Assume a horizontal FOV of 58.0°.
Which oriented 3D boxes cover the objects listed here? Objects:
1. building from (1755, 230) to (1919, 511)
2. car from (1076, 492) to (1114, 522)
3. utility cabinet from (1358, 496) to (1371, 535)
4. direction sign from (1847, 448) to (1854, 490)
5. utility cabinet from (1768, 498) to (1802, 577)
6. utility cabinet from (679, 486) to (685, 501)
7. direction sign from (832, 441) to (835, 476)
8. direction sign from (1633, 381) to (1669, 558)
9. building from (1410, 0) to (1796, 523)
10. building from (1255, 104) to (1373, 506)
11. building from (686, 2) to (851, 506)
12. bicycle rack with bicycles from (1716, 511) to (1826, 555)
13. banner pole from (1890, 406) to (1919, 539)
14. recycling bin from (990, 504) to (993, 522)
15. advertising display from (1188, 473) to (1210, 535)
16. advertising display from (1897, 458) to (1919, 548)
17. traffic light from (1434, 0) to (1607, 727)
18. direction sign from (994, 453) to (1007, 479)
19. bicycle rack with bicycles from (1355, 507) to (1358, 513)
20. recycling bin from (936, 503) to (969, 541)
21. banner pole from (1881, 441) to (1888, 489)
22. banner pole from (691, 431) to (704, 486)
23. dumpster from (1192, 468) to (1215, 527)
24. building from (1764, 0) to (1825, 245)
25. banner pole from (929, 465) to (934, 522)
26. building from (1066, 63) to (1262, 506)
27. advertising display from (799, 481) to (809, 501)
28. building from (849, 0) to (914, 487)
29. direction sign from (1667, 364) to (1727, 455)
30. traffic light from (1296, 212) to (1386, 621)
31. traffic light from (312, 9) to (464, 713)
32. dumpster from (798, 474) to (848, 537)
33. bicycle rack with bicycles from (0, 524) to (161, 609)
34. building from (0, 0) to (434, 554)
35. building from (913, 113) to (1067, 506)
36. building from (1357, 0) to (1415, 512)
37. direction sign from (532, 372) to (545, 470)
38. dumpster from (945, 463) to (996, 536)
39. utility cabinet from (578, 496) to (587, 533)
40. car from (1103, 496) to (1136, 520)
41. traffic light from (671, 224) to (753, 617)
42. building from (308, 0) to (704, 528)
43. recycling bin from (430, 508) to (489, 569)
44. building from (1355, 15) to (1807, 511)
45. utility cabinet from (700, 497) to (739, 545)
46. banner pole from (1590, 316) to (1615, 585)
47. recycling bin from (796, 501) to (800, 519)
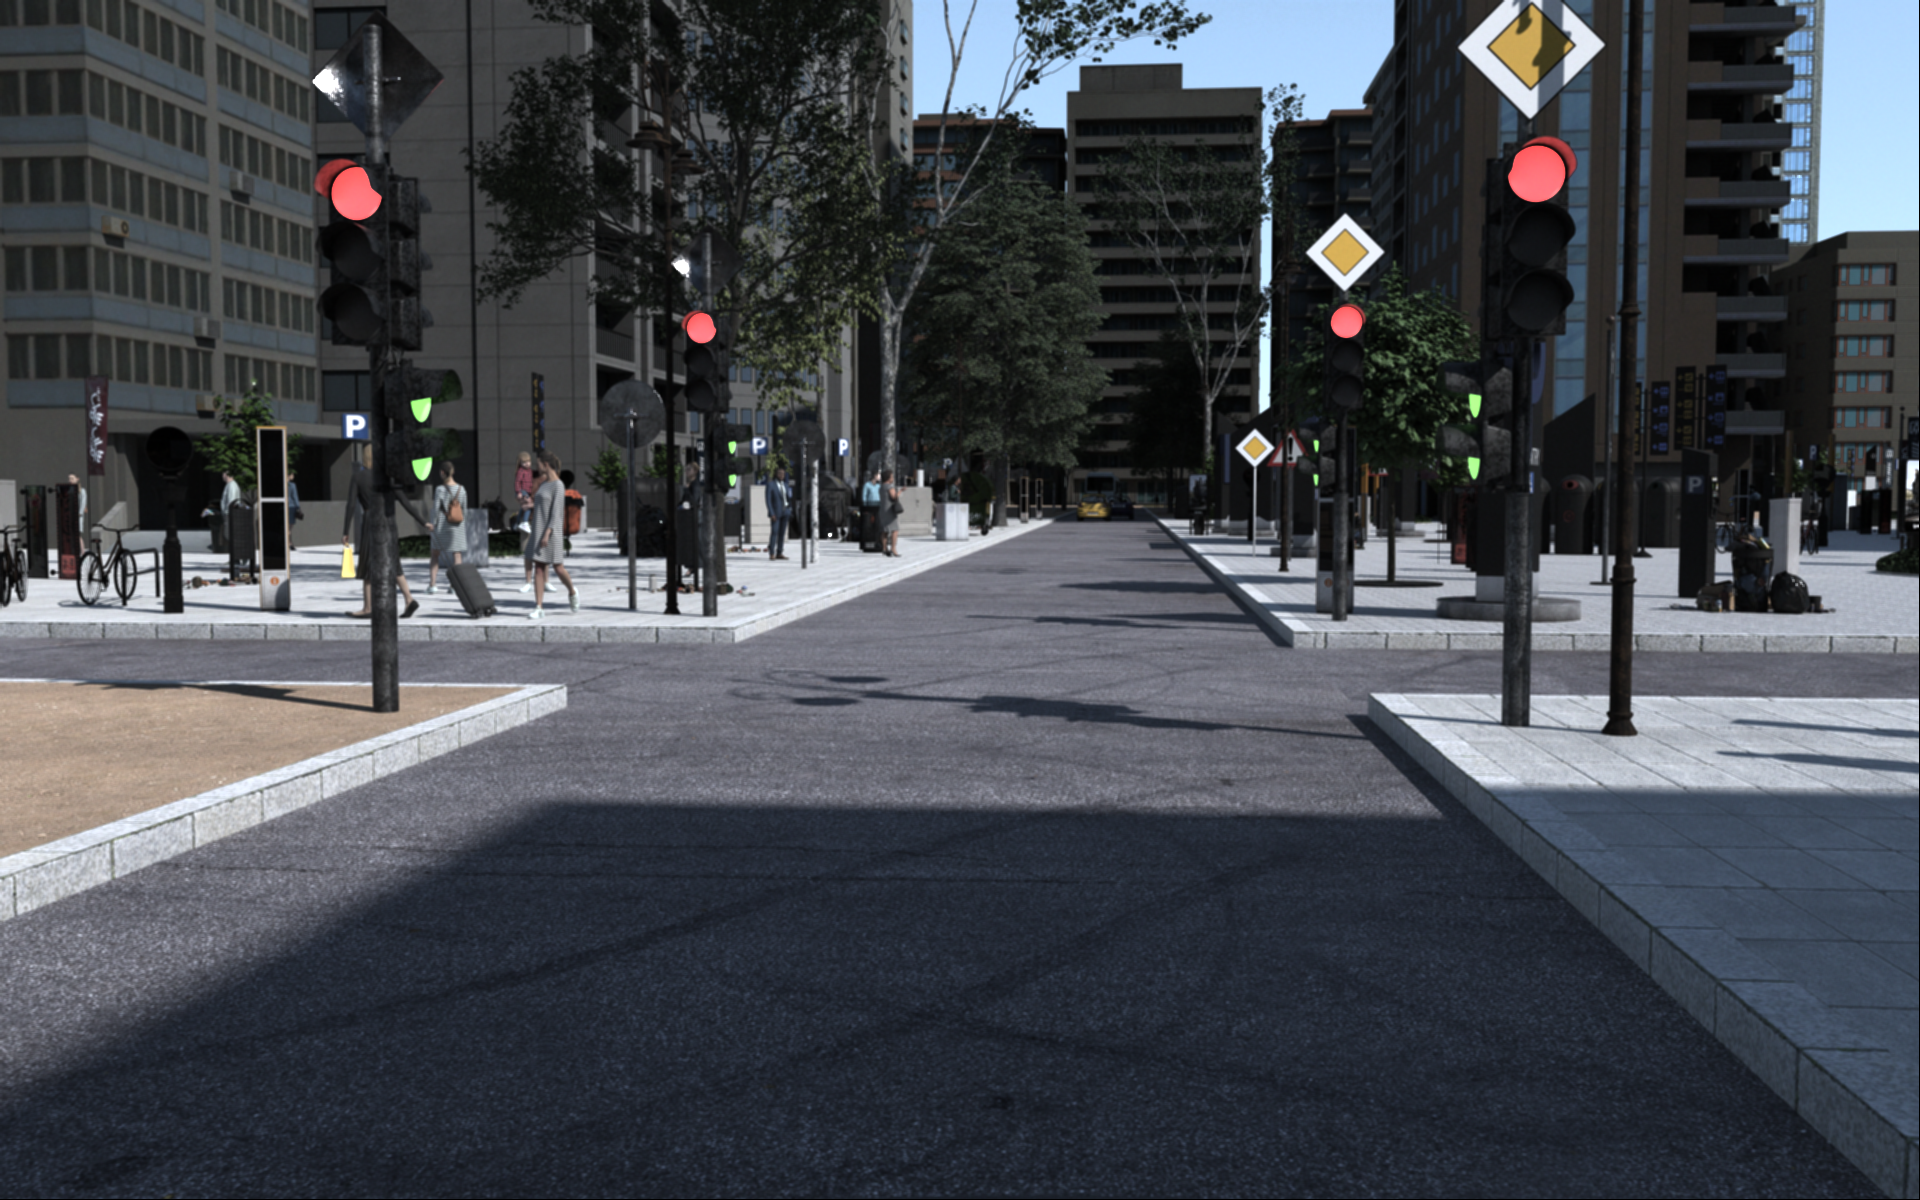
[{"bbox_3d":[77.497,-17.718,134.728,28.899,21.520,27.650,0,4,5],"label":"building"},{"bbox_3d":[7.083,-4.950,91.160,2.015,1.641,3.980,0,4,7],"label":"car"},{"bbox_3d":[12.806,-2.673,54.864,0.306,1.237,1.020,1,4,20],"label":"utility cabinet"},{"bbox_3d":[43.892,-5.714,85.413,0.379,3.537,0.876,3,5,45],"label":"direction sign"},{"bbox_3d":[12.912,-0.977,27.138,0.306,1.237,1.020,3,4,36],"label":"utility cabinet"},{"bbox_3d":[-7.313,-2.222,45.013,1.173,1.500,0.318,3,4,37],"label":"utility cabinet"},{"bbox_3d":[-5.388,-5.009,73.896,0.379,3.537,0.876,0,4,3],"label":"direction sign"},{"bbox_3d":[13.838,-2.630,35.004,0.876,3.537,0.379,2,4,28],"label":"direction sign"},{"bbox_3d":[29.872,-26.462,82.764,14.600,45.320,14.200,0,4,5],"label":"building"},{"bbox_3d":[48.188,-33.145,196.536,28.867,44.769,22.147,0,4,5],"label":"building"},{"bbox_3d":[-19.520,-34.659,108.670,21.231,58.520,28.212,0,4,5],"label":"building"},{"bbox_3d":[17.429,-1.464,37.322,2.925,0.926,2.852,-3,5,-44],"label":"bicycle rack with bicycles"},{"bbox_3d":[27.095,-3.635,49.442,0.863,3.779,0.401,1,4,15],"label":"banner pole"},{"bbox_3d":[1.327,-4.116,79.857,0.722,1.027,0.722,3,5,40],"label":"recycling bin"},{"bbox_3d":[7.453,-2.983,53.990,0.123,1.923,0.974,-2,4,-29],"label":"advertising display"},{"bbox_3d":[17.048,-1.569,30.868,0.974,1.923,0.123,-2,4,-32],"label":"advertising display"},{"bbox_3d":[3.064,-1.258,9.496,0.839,4.253,0.868,0,4,5],"label":"traffic light"},{"bbox_3d":[2.144,-6.108,91.859,0.876,3.537,0.379,-2,4,-35],"label":"direction sign"},{"bbox_3d":[18.712,-4.410,85.478,2.852,0.926,2.925,-3,4,-37],"label":"bicycle rack with bicycles"},{"bbox_3d":[-0.211,-2.136,47.477,0.722,1.027,0.722,-1,4,-22],"label":"recycling bin"},{"bbox_3d":[43.549,-5.592,81.447,0.863,3.779,0.401,-1,4,-17],"label":"banner pole"},{"bbox_3d":[-10.386,-4.822,68.854,0.863,3.779,0.401,-1,4,-15],"label":"banner pole"},{"bbox_3d":[9.379,-3.826,65.052,1.502,2.255,1.985,0,4,5],"label":"dumpster"},{"bbox_3d":[79.377,-53.843,193.012,31.000,86.520,22.319,0,4,5],"label":"building"},{"bbox_3d":[-1.427,-5.572,81.122,0.401,3.779,0.863,0,4,0],"label":"banner pole"},{"bbox_3d":[23.107,-35.199,199.212,21.600,48.544,21.300,0,4,5],"label":"building"},{"bbox_3d":[-7.659,-5.019,87.266,0.974,1.923,0.123,-3,4,-38],"label":"advertising display"},{"bbox_3d":[-15.680,-31.951,146.094,21.600,48.544,21.300,0,4,5],"label":"building"},{"bbox_3d":[13.063,-2.363,30.627,0.876,3.537,0.379,3,5,43],"label":"direction sign"},{"bbox_3d":[3.829,-1.745,17.444,0.839,4.253,0.868,0,4,5],"label":"traffic light"},{"bbox_3d":[-3.369,-1.295,10.097,0.839,4.253,0.868,0,4,5],"label":"traffic light"},{"bbox_3d":[-4.116,-2.816,51.801,1.264,1.857,1.865,0,4,5],"label":"dumpster"},{"bbox_3d":[-10.726,-0.422,20.281,2.852,0.926,2.925,-1,4,-12],"label":"bicycle rack with bicycles"},{"bbox_3d":[-31.643,-21.628,45.499,32.217,40.220,23.993,0,4,5],"label":"building"},{"bbox_3d":[-1.957,-33.497,202.305,28.867,44.769,22.147,0,4,5],"label":"building"},{"bbox_3d":[38.732,-41.433,115.687,20.563,71.187,20.611,0,4,5],"label":"building"},{"bbox_3d":[-7.945,-2.489,32.687,0.379,3.537,0.876,0,4,-1],"label":"direction sign"},{"bbox_3d":[0.319,-3.157,54.107,1.502,2.255,1.985,0,4,5],"label":"dumpster"},{"bbox_3d":[-12.917,-2.829,57.409,1.020,1.237,0.306,-2,4,-33],"label":"utility cabinet"},{"bbox_3d":[8.916,-5.193,97.480,1.945,1.354,3.894,0,4,5],"label":"car"},{"bbox_3d":[-2.604,-1.781,18.045,0.839,4.253,0.868,0,4,5],"label":"traffic light"},{"bbox_3d":[-20.803,-38.877,73.898,20.563,71.187,20.611,0,4,5],"label":"building"},{"bbox_3d":[-8.705,-1.075,30.129,0.722,1.027,0.722,1,4,23],"label":"recycling bin"},{"bbox_3d":[46.076,-27.303,138.290,32.217,40.220,23.993,0,4,5],"label":"building"},{"bbox_3d":[-6.119,-2.004,43.933,1.020,1.237,0.306,0,4,-3],"label":"utility cabinet"},{"bbox_3d":[9.227,-2.117,24.622,0.401,3.779,0.863,2,4,25],"label":"banner pole"},{"bbox_3d":[-6.005,-3.353,67.371,0.722,1.027,0.722,2,4,30],"label":"recycling bin"}]
